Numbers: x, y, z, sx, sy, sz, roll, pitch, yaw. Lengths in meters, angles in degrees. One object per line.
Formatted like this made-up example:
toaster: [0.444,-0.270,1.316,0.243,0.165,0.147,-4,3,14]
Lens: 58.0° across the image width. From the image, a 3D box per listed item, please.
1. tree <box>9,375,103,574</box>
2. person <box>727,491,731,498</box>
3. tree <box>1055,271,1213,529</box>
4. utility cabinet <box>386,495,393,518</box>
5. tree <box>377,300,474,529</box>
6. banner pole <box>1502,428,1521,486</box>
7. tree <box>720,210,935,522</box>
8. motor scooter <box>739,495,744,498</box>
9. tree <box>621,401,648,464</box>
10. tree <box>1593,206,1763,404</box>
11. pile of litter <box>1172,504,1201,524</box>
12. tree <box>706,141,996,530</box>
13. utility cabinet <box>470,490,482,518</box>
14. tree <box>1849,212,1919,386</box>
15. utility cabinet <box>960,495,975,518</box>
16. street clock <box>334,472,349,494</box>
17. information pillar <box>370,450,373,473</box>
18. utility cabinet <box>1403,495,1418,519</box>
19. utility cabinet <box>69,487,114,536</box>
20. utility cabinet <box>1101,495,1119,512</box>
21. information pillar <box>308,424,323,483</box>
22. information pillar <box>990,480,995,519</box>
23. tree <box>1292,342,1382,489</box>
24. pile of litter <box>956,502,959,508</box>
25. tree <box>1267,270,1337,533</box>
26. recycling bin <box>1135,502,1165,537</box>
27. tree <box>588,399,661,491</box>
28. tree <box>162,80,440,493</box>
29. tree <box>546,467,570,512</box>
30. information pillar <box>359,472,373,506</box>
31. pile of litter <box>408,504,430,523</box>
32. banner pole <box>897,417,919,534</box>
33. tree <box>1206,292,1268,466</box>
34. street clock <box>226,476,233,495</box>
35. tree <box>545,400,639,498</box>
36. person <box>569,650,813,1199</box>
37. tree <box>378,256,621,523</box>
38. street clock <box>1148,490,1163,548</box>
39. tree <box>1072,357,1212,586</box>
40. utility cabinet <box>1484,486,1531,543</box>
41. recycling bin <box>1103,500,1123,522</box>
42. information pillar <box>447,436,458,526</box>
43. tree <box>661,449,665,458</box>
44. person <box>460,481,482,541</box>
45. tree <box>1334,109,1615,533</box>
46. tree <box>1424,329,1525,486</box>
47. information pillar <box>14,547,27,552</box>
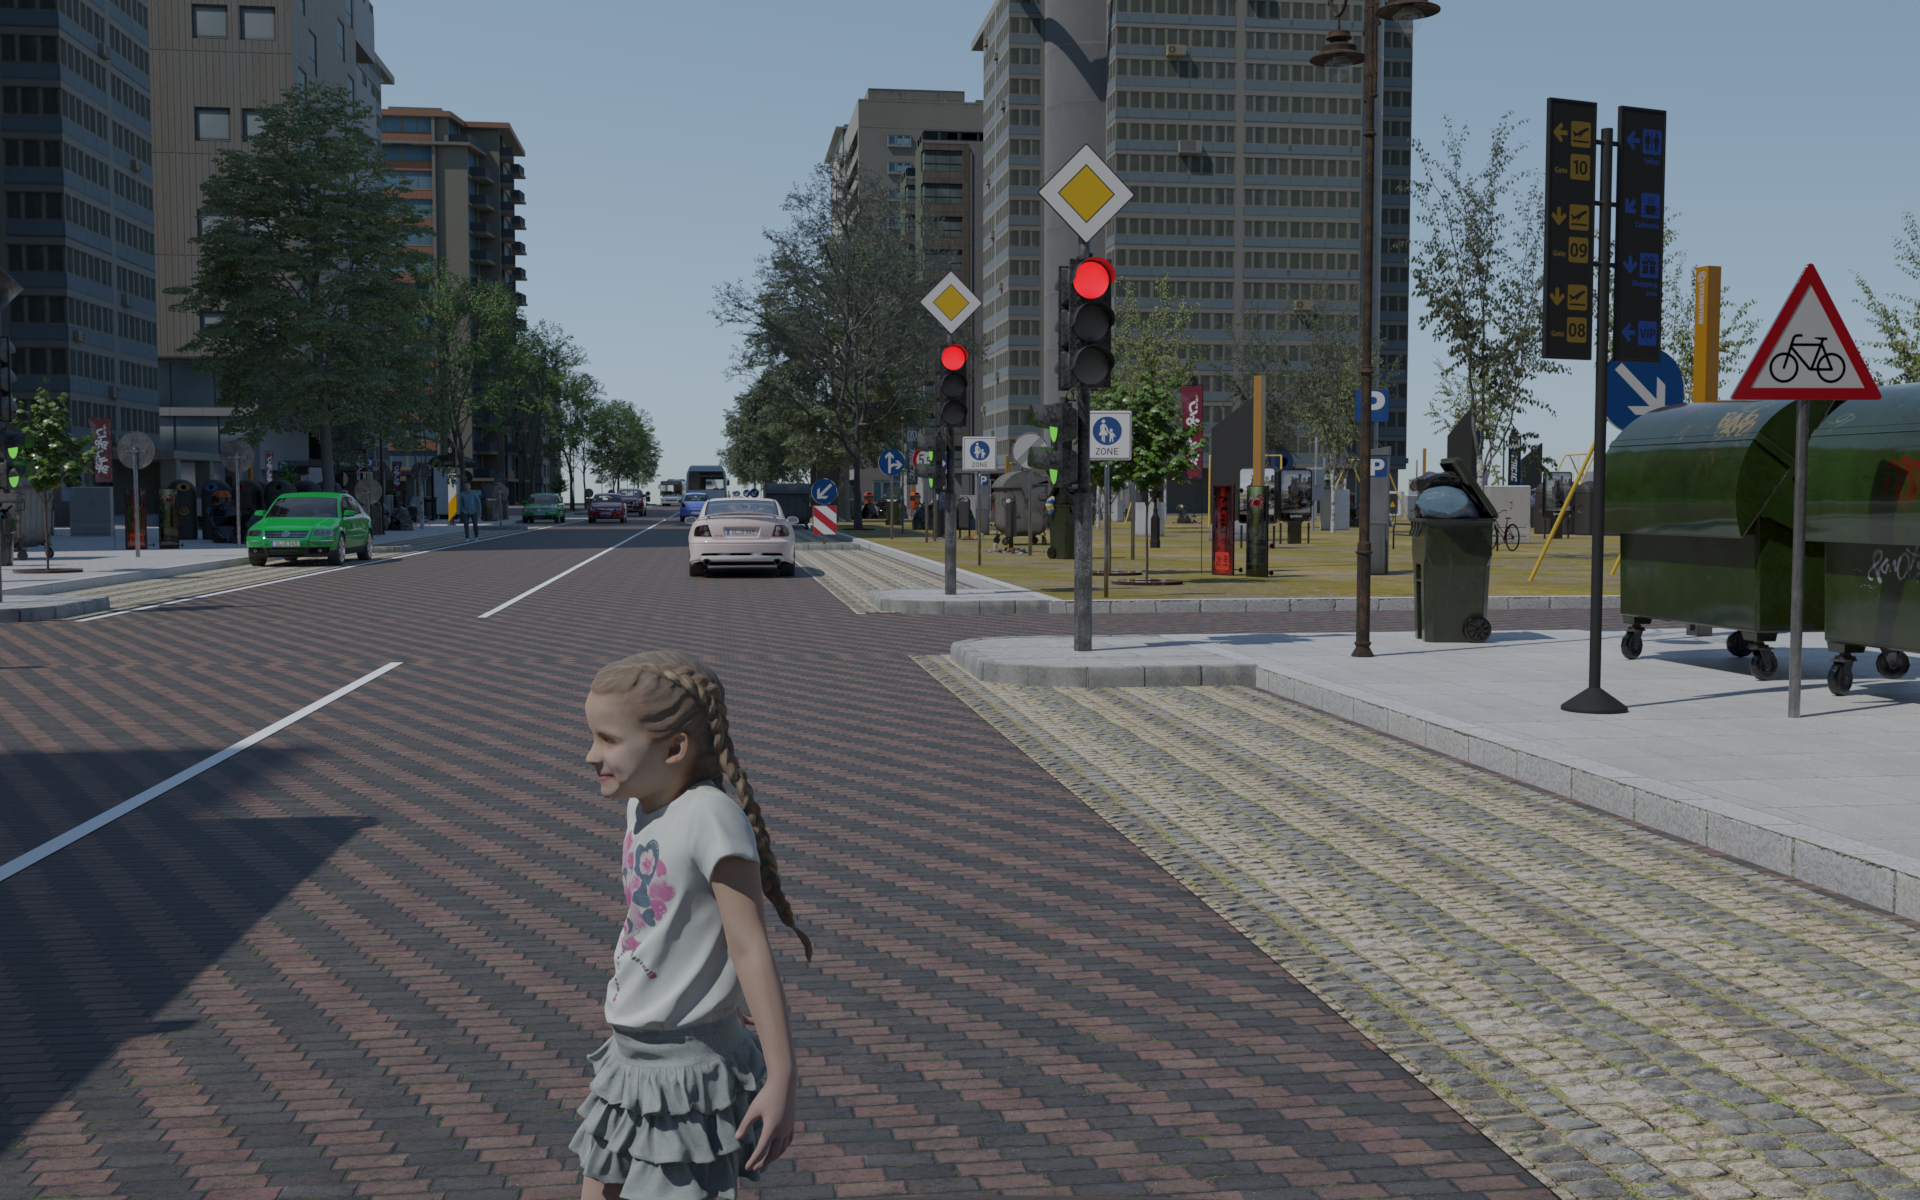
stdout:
tree: [-14.795,-2.059,28.259,1.663,3.219,1.824,0,3,0]
person: [-27.305,-11.978,204.328,0.705,1.826,1.348,-2,4,-32]
tree: [6.022,-6.503,56.687,4.737,8.622,4.395,0,3,0]
utility cabinet: [-30.101,-4.901,91.299,1.020,1.237,0.306,-2,4,-25]
tree: [-19.753,-6.910,63.348,4.737,8.622,4.395,0,3,0]
banner pole: [20.734,-4.606,65.326,0.863,3.779,0.401,1,4,14]
tree: [-5.301,-10.565,79.396,9.857,13.997,8.962,0,3,0]
motor scooter: [-27.422,-12.499,217.132,0.815,1.314,1.986,-1,4,-10]
tree: [-25.635,-10.848,103.128,9.928,11.665,9.643,0,3,0]
tree: [17.850,-5.751,44.388,4.737,8.622,4.395,0,3,0]
pile of litter: [9.898,-3.769,75.589,1.176,0.858,1.719,-1,4,-11]
tree: [-3.762,-9.239,61.422,12.009,13.543,11.850,0,3,0]
utility cabinet: [-26.229,-5.195,93.616,1.173,1.500,0.318,3,5,41]
tree: [24.829,-5.716,43.817,4.737,8.622,4.395,0,3,0]
utility cabinet: [0.523,-4.789,89.467,1.020,1.237,0.306,0,4,5]
street clock: [-20.143,-3.170,56.393,0.358,2.002,0.471,2,4,28]
information pillar: [-31.051,-6.121,91.437,0.183,3.616,0.504,-1,4,-21]
utility cabinet: [23.022,-4.708,88.129,1.020,1.237,0.306,-2,4,-34]
utility cabinet: [-26.206,-2.666,52.270,1.173,1.500,0.318,0,4,-6]
utility cabinet: [8.488,-5.306,97.920,1.020,1.237,0.306,1,4,22]
information pillar: [-20.017,-3.831,53.993,0.504,3.616,0.183,-1,4,-22]
information pillar: [1.545,-5.088,87.678,0.304,2.012,0.304,-3,5,-43]
tree: [17.826,-7.976,80.775,4.737,8.622,4.395,0,3,0]
pile of litter: [-0.470,-4.842,93.127,1.176,0.858,1.719,0,4,-5]
tree: [12.250,-6.489,56.451,4.360,8.622,3.978,0,3,0]
recycling bin: [5.769,-2.447,52.570,0.722,1.027,0.722,2,4,25]
tree: [-40.392,-17.648,206.666,7.486,12.596,7.792,0,3,0]
tree: [-18.081,-7.953,48.166,7.486,12.596,7.792,0,3,0]
tree: [-28.771,-7.896,123.708,1.663,3.219,1.824,0,3,0]
information pillar: [-19.504,-3.207,56.922,0.304,2.012,0.304,3,4,37]
pile of litter: [-24.330,-3.893,77.609,1.719,0.858,1.176,-3,5,-44]
banner pole: [-1.681,-4.059,56.383,0.863,3.779,0.401,-3,5,-39]
tree: [11.264,-6.950,63.989,4.360,8.622,3.978,0,3,0]
street clock: [-29.436,-3.990,69.808,0.358,2.002,0.471,-2,4,-27]
tree: [-33.652,-13.425,153.908,7.601,10.594,8.767,-2,4,-25]
person: [-0.341,0.675,2.485,0.382,1.210,0.505,-3,4,-38]
tree: [-22.154,-9.214,76.406,9.928,11.665,9.643,0,3,0]
street clock: [4.643,-2.237,41.142,0.358,2.002,0.471,2,4,30]
tree: [2.785,-1.832,24.557,1.663,3.219,1.824,0,3,0]
utility cabinet: [14.161,-2.217,44.926,1.173,1.500,0.318,1,4,11]
recycling bin: [7.000,-4.065,79.014,0.722,1.027,0.722,2,4,27]
information pillar: [-20.592,-4.827,70.274,0.504,3.616,0.183,2,4,34]
tree: [-46.979,-20.446,252.425,7.486,12.596,7.792,0,3,0]
person: [-14.775,-2.679,52.315,0.660,1.820,0.620,0,4,-8]
tree: [10.328,-5.088,33.557,4.360,8.622,3.978,0,3,0]
tree: [21.838,-7.471,72.520,4.737,8.622,4.395,0,3,0]
information pillar: [-21.079,-2.090,38.657,0.304,2.012,0.304,0,4,-1]
